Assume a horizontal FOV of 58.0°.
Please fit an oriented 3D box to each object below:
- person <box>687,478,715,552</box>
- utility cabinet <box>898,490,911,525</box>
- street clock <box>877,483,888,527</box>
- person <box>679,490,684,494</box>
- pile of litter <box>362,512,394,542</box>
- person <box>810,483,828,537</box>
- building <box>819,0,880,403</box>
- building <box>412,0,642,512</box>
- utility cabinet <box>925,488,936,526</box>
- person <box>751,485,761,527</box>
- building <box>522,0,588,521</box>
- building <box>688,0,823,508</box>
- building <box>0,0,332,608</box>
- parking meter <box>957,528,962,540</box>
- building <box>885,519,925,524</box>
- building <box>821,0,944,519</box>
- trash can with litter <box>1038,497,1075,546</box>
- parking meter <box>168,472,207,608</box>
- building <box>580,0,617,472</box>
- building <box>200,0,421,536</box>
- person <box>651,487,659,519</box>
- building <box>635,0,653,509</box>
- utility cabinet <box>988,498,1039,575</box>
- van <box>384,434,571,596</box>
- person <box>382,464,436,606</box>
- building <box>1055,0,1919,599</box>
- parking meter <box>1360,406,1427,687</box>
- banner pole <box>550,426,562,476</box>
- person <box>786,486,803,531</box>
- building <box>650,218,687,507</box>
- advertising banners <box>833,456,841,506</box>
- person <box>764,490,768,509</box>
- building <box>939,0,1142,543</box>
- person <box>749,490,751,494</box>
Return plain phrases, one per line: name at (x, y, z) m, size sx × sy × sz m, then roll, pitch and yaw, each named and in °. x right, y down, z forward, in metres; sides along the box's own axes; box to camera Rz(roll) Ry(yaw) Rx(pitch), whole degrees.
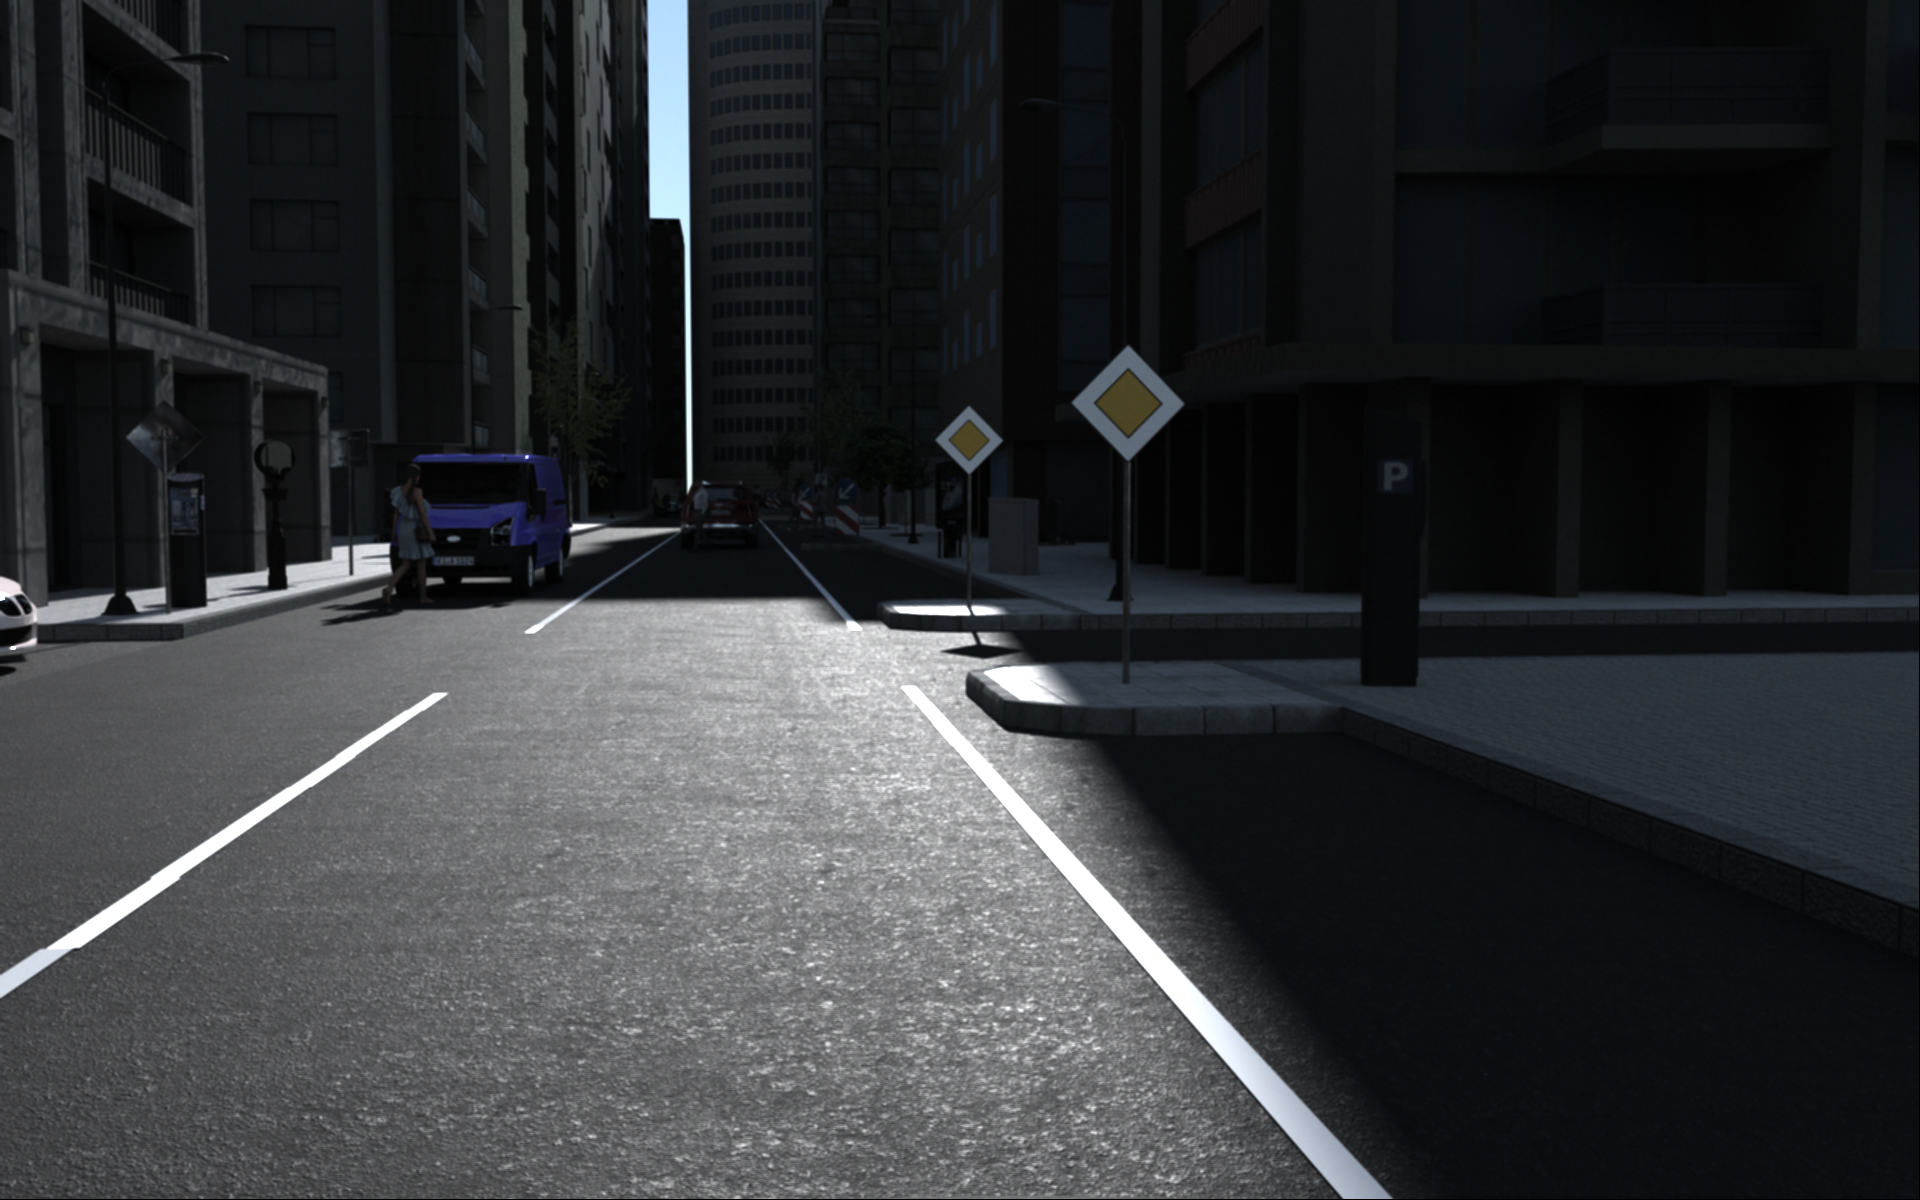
person at (-6.440, -2.098, 42.897) m, size 0.850 × 1.850 × 0.679 m, roll -3°, pitch 5°, yaw -40°
utility cabinet at (-2.269, -3.774, 70.388) m, size 0.318 × 1.500 × 1.173 m, roll -1°, pitch 4°, yaw -15°
street clock at (-3.071, -3.907, 68.441) m, size 0.358 × 2.002 × 0.471 m, roll 3°, pitch 4°, yaw 37°
person at (-22.569, -8.057, 140.674) m, size 0.683 × 1.767 × 0.568 m, roll -1°, pitch 4°, yaw -17°
pile of litter at (-15.140, -1.983, 46.387) m, size 1.719 × 0.858 × 1.176 m, roll 1°, pitch 4°, yaw 23°
person at (-4.727, -2.997, 57.701) m, size 0.583 × 1.804 × 0.606 m, roll 2°, pitch 4°, yaw 34°
building at (3.635, -32.985, 128.541) m, size 28.713 × 52.752 × 27.495 m, roll 0°, pitch 4°, yaw -7°
building at (-31.030, -27.106, 126.772) m, size 14.154 × 41.232 × 14.086 m, roll 0°, pitch 4°, yaw -7°
utility cabinet at (-0.807, -3.671, 68.694) m, size 1.173 × 1.500 × 0.318 m, roll 0°, pitch 4°, yaw -1°
person at (-8.862, -4.105, 75.422) m, size 0.447 × 1.846 × 0.655 m, roll -2°, pitch 4°, yaw -26°
building at (-24.974, -18.819, 79.388) m, size 14.160 × 30.474 × 14.107 m, roll 0°, pitch 4°, yaw -7°
building at (-15.157, -39.554, 188.712) m, size 28.212 × 58.520 × 21.231 m, roll 0°, pitch 4°, yaw -7°
building at (-21.763, -35.933, 25.751) m, size 20.563 × 71.187 × 20.611 m, roll 0°, pitch 4°, yaw -7°
parking meter at (-0.124, -2.448, 48.431) m, size 0.372 × 1.533 × 0.369 m, roll 0°, pitch 3°, yaw 0°
building at (3.125, -18.916, 80.977) m, size 14.160 × 30.474 × 14.107 m, roll 0°, pitch 4°, yaw -7°
building at (-1.631, -20.544, 107.602) m, size 14.160 × 30.474 × 14.107 m, roll 0°, pitch 4°, yaw -7°
trash can with litter at (2.047, -1.980, 43.430) m, size 2.233 × 1.210 × 1.678 m, roll -3°, pitch 4°, yaw -39°
parking meter at (-8.763, -0.687, 19.644) m, size 0.372 × 1.533 × 0.369 m, roll 0°, pitch 3°, yaw 0°
building at (-35.450, -31.509, 104.410) m, size 28.713 × 52.752 × 27.495 m, roll 0°, pitch 4°, yaw -7°
building at (-22.353, -22.848, 57.159) m, size 14.154 × 41.232 × 14.086 m, roll 0°, pitch 4°, yaw -7°
person at (-17.548, -5.573, 99.718) m, size 0.705 × 1.812 × 1.348 m, roll -1°, pitch 4°, yaw -23°
building at (-41.981, -37.412, 153.687) m, size 28.212 × 58.520 × 21.231 m, roll 0°, pitch 4°, yaw -7°
utility cabinet at (0.859, -1.015, 27.759) m, size 0.306 × 1.237 × 1.020 m, roll -2°, pitch 4°, yaw -33°
van at (-7.166, -1.331, 26.144) m, size 2.240 × 2.365 × 5.245 m, roll 0°, pitch 4°, yaw -6°
person at (-7.031, -0.834, 22.224) m, size 0.616 × 1.811 × 0.778 m, roll 2°, pitch 4°, yaw 33°
building at (16.641, -23.014, 30.906) m, size 28.867 × 44.769 × 22.147 m, roll 0°, pitch 4°, yaw -7°
parking meter at (2.907, -0.361, 11.606) m, size 0.399 × 1.863 × 0.255 m, roll 0°, pitch 4°, yaw 7°
banner pole at (-14.816, -4.510, 63.762) m, size 0.401 × 3.779 × 0.863 m, roll 1°, pitch 4°, yaw 23°
person at (-6.458, -3.578, 67.586) m, size 0.643 × 1.750 × 0.593 m, roll 1°, pitch 4°, yaw 22°
building at (-36.043, -25.133, 182.623) m, size 14.107 × 30.474 × 14.160 m, roll 0°, pitch 4°, yaw -7°
advertising banners at (-5.420, -4.931, 76.812) m, size 0.090 × 3.025 × 2.074 m, roll 0°, pitch 4°, yaw 4°
person at (-17.886, -9.287, 160.297) m, size 0.705 × 1.831 × 1.348 m, roll 1°, pitch 4°, yaw 13°
building at (7.036, -24.568, 51.793) m, size 14.600 × 45.320 × 14.200 m, roll 0°, pitch 4°, yaw -7°
person at (-17.639, -8.380, 146.068) m, size 0.434 × 1.755 × 0.990 m, roll 2°, pitch 4°, yaw 34°
